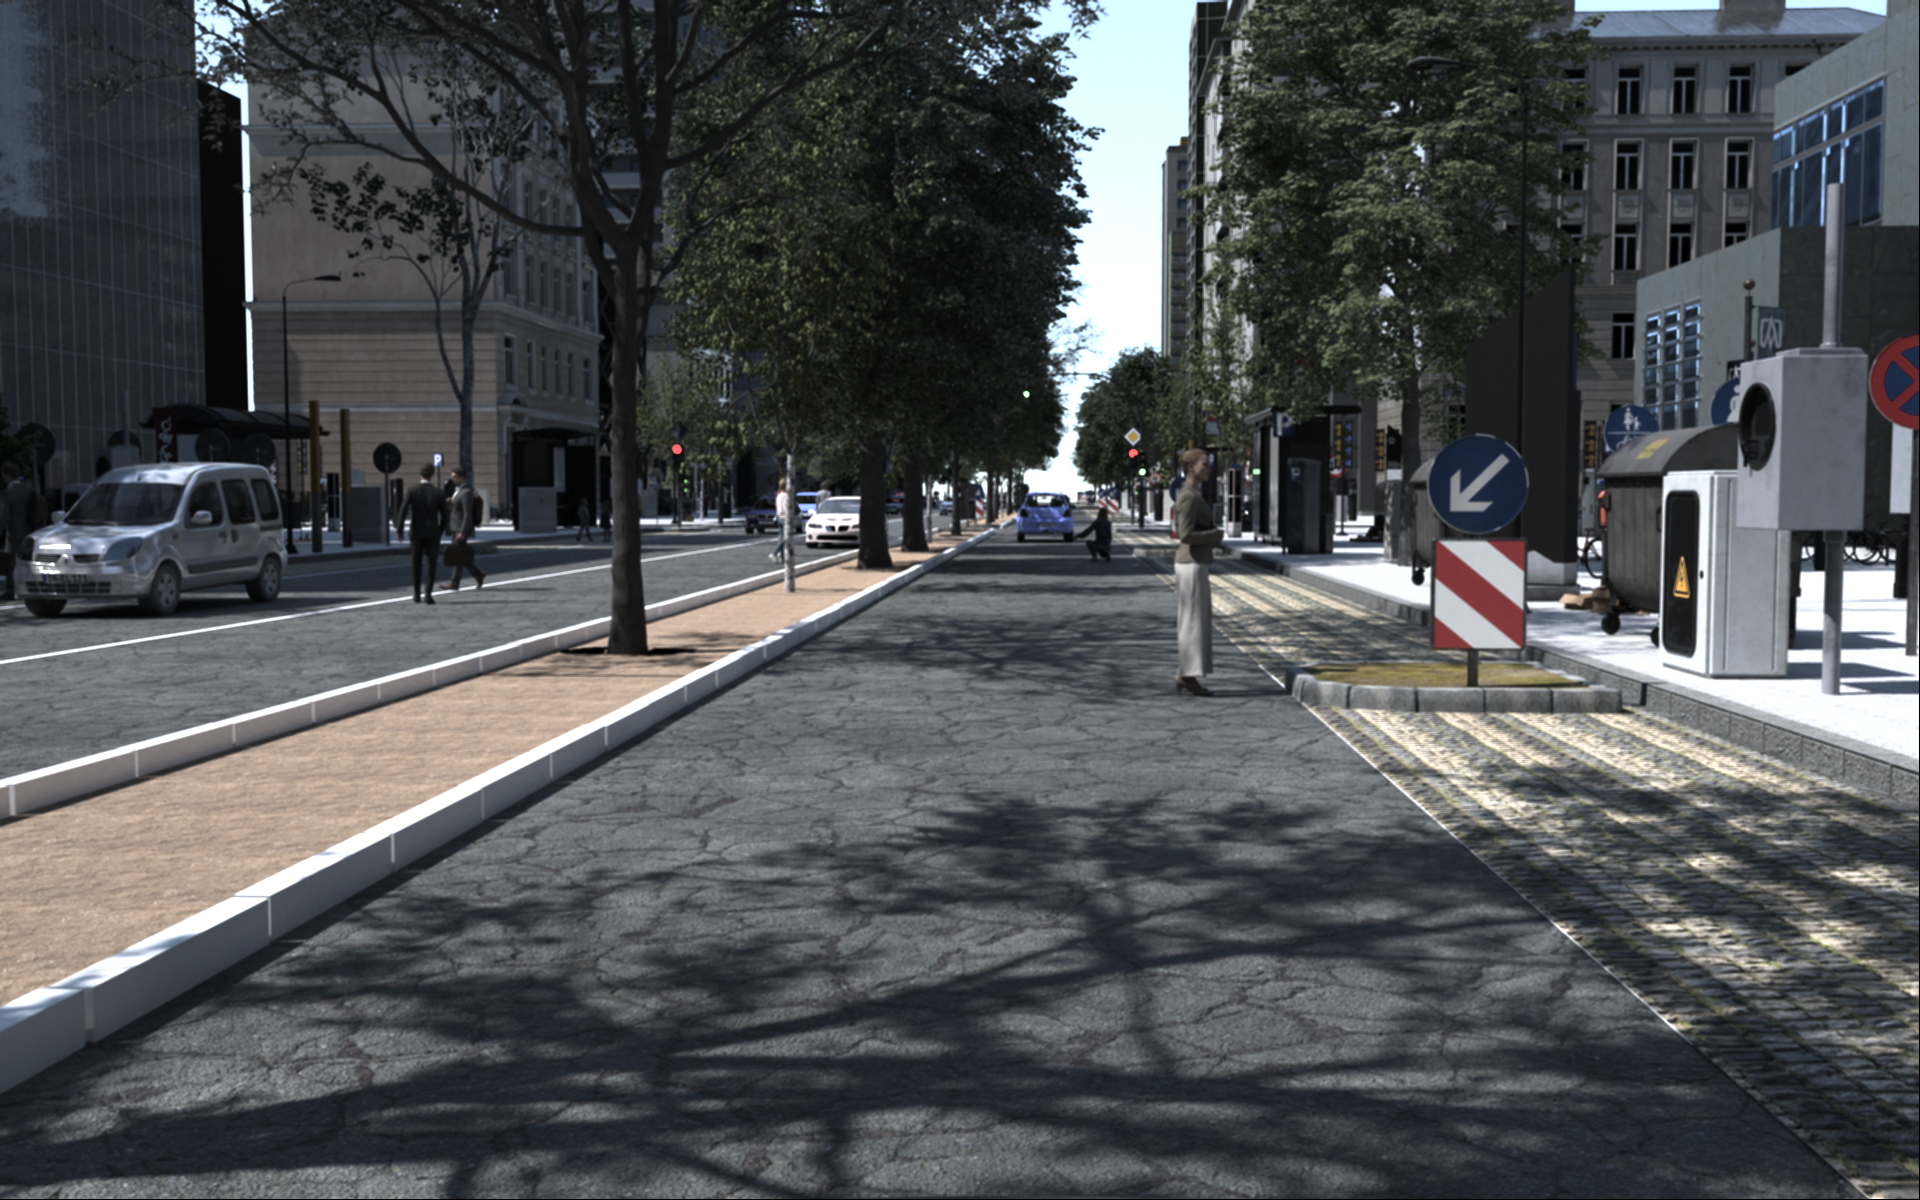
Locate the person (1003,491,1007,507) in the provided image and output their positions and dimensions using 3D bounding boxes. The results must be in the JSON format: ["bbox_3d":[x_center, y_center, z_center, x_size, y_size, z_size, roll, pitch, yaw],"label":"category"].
[{"bbox_3d":[5.143,-11.584,198.621,0.721,1.735,1.217,-1,4,-17],"label":"person"}]

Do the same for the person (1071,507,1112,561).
[{"bbox_3d":[2.904,-1.419,37.203,1.012,1.151,0.738,-1,4,-14],"label":"person"}]

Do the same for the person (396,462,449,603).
[{"bbox_3d":[-7.048,-0.886,22.759,0.659,1.850,0.755,-1,4,-16],"label":"person"}]

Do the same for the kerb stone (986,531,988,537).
[{"bbox_3d":[0.746,-2.076,56.162,0.120,0.150,1.000,0,4,3],"label":"kerb stone"}]

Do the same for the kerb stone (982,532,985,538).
[{"bbox_3d":[0.622,-1.953,54.121,0.120,0.150,1.000,0,4,3],"label":"kerb stone"}]

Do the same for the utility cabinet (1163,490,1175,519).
[{"bbox_3d":[10.398,-4.753,86.384,0.318,1.500,1.173,-3,4,-39],"label":"utility cabinet"}]

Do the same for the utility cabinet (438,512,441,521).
[{"bbox_3d":[-24.832,-4.362,82.481,0.306,1.237,1.020,0,4,-8],"label":"utility cabinet"}]

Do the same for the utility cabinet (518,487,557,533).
[{"bbox_3d":[-13.773,-2.926,56.519,1.173,1.500,0.318,-2,4,-28],"label":"utility cabinet"}]

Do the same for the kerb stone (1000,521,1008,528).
[{"bbox_3d":[1.941,-3.304,76.219,0.120,0.150,1.000,0,4,3],"label":"kerb stone"}]

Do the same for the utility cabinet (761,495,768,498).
[{"bbox_3d":[-12.209,-6.115,111.134,1.020,1.237,0.306,0,4,5],"label":"utility cabinet"}]

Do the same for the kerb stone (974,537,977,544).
[{"bbox_3d":[0.316,-1.640,49.007,0.120,0.150,1.000,0,4,3],"label":"kerb stone"}]

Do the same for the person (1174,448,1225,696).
[{"bbox_3d":[1.697,-0.199,12.304,0.362,1.759,0.519,0,4,7],"label":"person"}]

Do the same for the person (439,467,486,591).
[{"bbox_3d":[-7.375,-1.057,25.742,0.822,1.834,0.622,-3,5,-41],"label":"person"}]

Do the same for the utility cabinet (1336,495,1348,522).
[{"bbox_3d":[17.644,-4.209,79.977,0.306,1.237,1.020,2,4,27],"label":"utility cabinet"}]

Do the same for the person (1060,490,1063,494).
[{"bbox_3d":[10.873,-10.995,188.142,0.709,1.838,0.599,3,5,40],"label":"person"}]

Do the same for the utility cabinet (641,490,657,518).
[{"bbox_3d":[-16.553,-5.107,92.174,0.318,1.500,1.173,1,4,19],"label":"utility cabinet"}]

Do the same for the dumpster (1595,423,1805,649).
[{"bbox_3d":[6.407,-0.567,15.033,1.264,1.857,1.865,0,4,4],"label":"dumpster"}]

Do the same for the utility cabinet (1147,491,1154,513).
[{"bbox_3d":[12.682,-6.557,115.893,0.318,1.500,1.173,-1,4,-9],"label":"utility cabinet"}]

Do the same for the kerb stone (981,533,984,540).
[{"bbox_3d":[0.573,-1.890,53.097,0.120,0.150,1.000,0,4,3],"label":"kerb stone"}]

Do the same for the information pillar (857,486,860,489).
[{"bbox_3d":[-8.522,-9.389,144.859,0.183,3.616,0.504,2,4,27],"label":"information pillar"}]

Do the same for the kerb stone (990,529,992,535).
[{"bbox_3d":[0.926,-2.261,59.234,0.120,0.150,1.000,0,4,3],"label":"kerb stone"}]

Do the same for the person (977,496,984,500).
[{"bbox_3d":[1.669,-9.497,163.804,1.348,1.821,0.705,0,4,3],"label":"person"}]

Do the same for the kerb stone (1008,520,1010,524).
[{"bbox_3d":[2.065,-3.423,78.262,0.120,0.150,1.000,0,4,3],"label":"kerb stone"}]

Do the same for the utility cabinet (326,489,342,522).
[{"bbox_3d":[-28.277,-4.297,78.932,1.173,1.500,0.318,-3,5,-40],"label":"utility cabinet"}]

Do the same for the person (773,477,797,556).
[{"bbox_3d":[-4.040,-1.934,40.094,0.573,1.828,0.580,-1,4,-14],"label":"person"}]

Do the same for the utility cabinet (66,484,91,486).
[{"bbox_3d":[-18.668,-1.749,37.269,1.173,1.500,0.318,1,4,22],"label":"utility cabinet"}]

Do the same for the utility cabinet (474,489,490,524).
[{"bbox_3d":[-20.832,-4.023,74.461,1.173,1.500,0.318,1,4,8],"label":"utility cabinet"}]

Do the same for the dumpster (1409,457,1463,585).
[{"bbox_3d":[6.903,-1.088,23.553,1.264,1.857,1.865,0,4,3],"label":"dumpster"}]

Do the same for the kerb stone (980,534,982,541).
[{"bbox_3d":[0.505,-1.828,52.077,0.120,0.150,1.000,0,4,3],"label":"kerb stone"}]

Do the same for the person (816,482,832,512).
[{"bbox_3d":[-4.396,-2.946,56.542,0.514,1.842,0.818,-2,4,-27],"label":"person"}]

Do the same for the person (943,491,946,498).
[{"bbox_3d":[-1.852,-12.213,208.187,0.705,1.824,1.348,0,4,4],"label":"person"}]

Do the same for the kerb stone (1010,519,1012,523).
[{"bbox_3d":[2.242,-3.614,81.326,0.120,0.150,1.000,0,4,3],"label":"kerb stone"}]

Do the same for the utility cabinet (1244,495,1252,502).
[{"bbox_3d":[18.620,-6.281,113.861,0.306,1.237,1.020,-2,4,-33],"label":"utility cabinet"}]

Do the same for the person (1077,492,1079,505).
[{"bbox_3d":[14.499,-12.382,211.655,0.721,1.736,1.217,0,4,8],"label":"person"}]

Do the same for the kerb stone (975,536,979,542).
[{"bbox_3d":[0.388,-1.703,50.036,0.120,0.150,1.000,0,4,3],"label":"kerb stone"}]

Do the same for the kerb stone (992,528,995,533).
[{"bbox_3d":[1.054,-2.391,61.285,0.120,0.150,1.000,0,4,3],"label":"kerb stone"}]

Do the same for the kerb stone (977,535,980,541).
[{"bbox_3d":[0.444,-1.759,51.057,0.120,0.150,1.000,0,4,3],"label":"kerb stone"}]

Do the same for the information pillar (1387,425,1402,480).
[{"bbox_3d":[14.474,-4.065,57.816,0.504,3.616,0.183,1,4,15],"label":"information pillar"}]

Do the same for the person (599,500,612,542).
[{"bbox_3d":[-10.537,-2.340,51.427,0.362,1.253,0.373,-3,5,-44],"label":"person"}]

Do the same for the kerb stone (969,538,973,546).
[{"bbox_3d":[0.206,-1.515,46.965,0.120,0.150,1.000,0,4,3],"label":"kerb stone"}]

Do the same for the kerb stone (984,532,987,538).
[{"bbox_3d":[0.692,-2.015,55.141,0.120,0.150,1.000,0,4,3],"label":"kerb stone"}]

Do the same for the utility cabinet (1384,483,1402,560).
[{"bbox_3d":[8.832,-1.527,33.648,1.173,1.500,0.318,-1,4,-17],"label":"utility cabinet"}]

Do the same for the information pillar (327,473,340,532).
[{"bbox_3d":[-21.442,-3.350,59.269,0.304,2.012,0.304,1,4,14],"label":"information pillar"}]

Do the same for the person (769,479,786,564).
[{"bbox_3d":[-3.676,-1.617,35.610,0.598,1.740,0.731,-3,5,-41],"label":"person"}]

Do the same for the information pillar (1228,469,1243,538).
[{"bbox_3d":[8.073,-2.835,50.839,0.304,2.012,0.304,-2,4,-26],"label":"information pillar"}]

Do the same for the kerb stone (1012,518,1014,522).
[{"bbox_3d":[2.428,-3.804,84.395,0.120,0.150,1.000,0,4,3],"label":"kerb stone"}]

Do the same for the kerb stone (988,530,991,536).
[{"bbox_3d":[0.864,-2.202,58.207,0.120,0.150,1.000,0,4,3],"label":"kerb stone"}]

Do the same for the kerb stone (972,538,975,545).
[{"bbox_3d":[0.263,-1.571,47.986,0.120,0.150,1.000,0,4,3],"label":"kerb stone"}]

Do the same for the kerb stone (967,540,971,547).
[{"bbox_3d":[0.141,-1.448,45.938,0.120,0.150,1.000,0,4,3],"label":"kerb stone"}]

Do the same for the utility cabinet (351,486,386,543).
[{"bbox_3d":[-15.520,-2.240,45.303,1.173,1.500,0.318,1,4,23],"label":"utility cabinet"}]

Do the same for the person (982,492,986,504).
[{"bbox_3d":[3.502,-15.023,253.998,0.709,1.838,0.599,0,4,2],"label":"person"}]

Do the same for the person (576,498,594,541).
[{"bbox_3d":[-11.383,-2.424,52.399,0.475,1.303,0.640,2,4,32],"label":"person"}]

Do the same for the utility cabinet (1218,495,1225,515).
[{"bbox_3d":[15.778,-5.707,104.475,0.306,1.237,1.020,0,4,-4],"label":"utility cabinet"}]

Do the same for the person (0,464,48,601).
[{"bbox_3d":[-12.541,-0.896,23.114,0.822,1.834,0.622,0,4,7],"label":"person"}]
